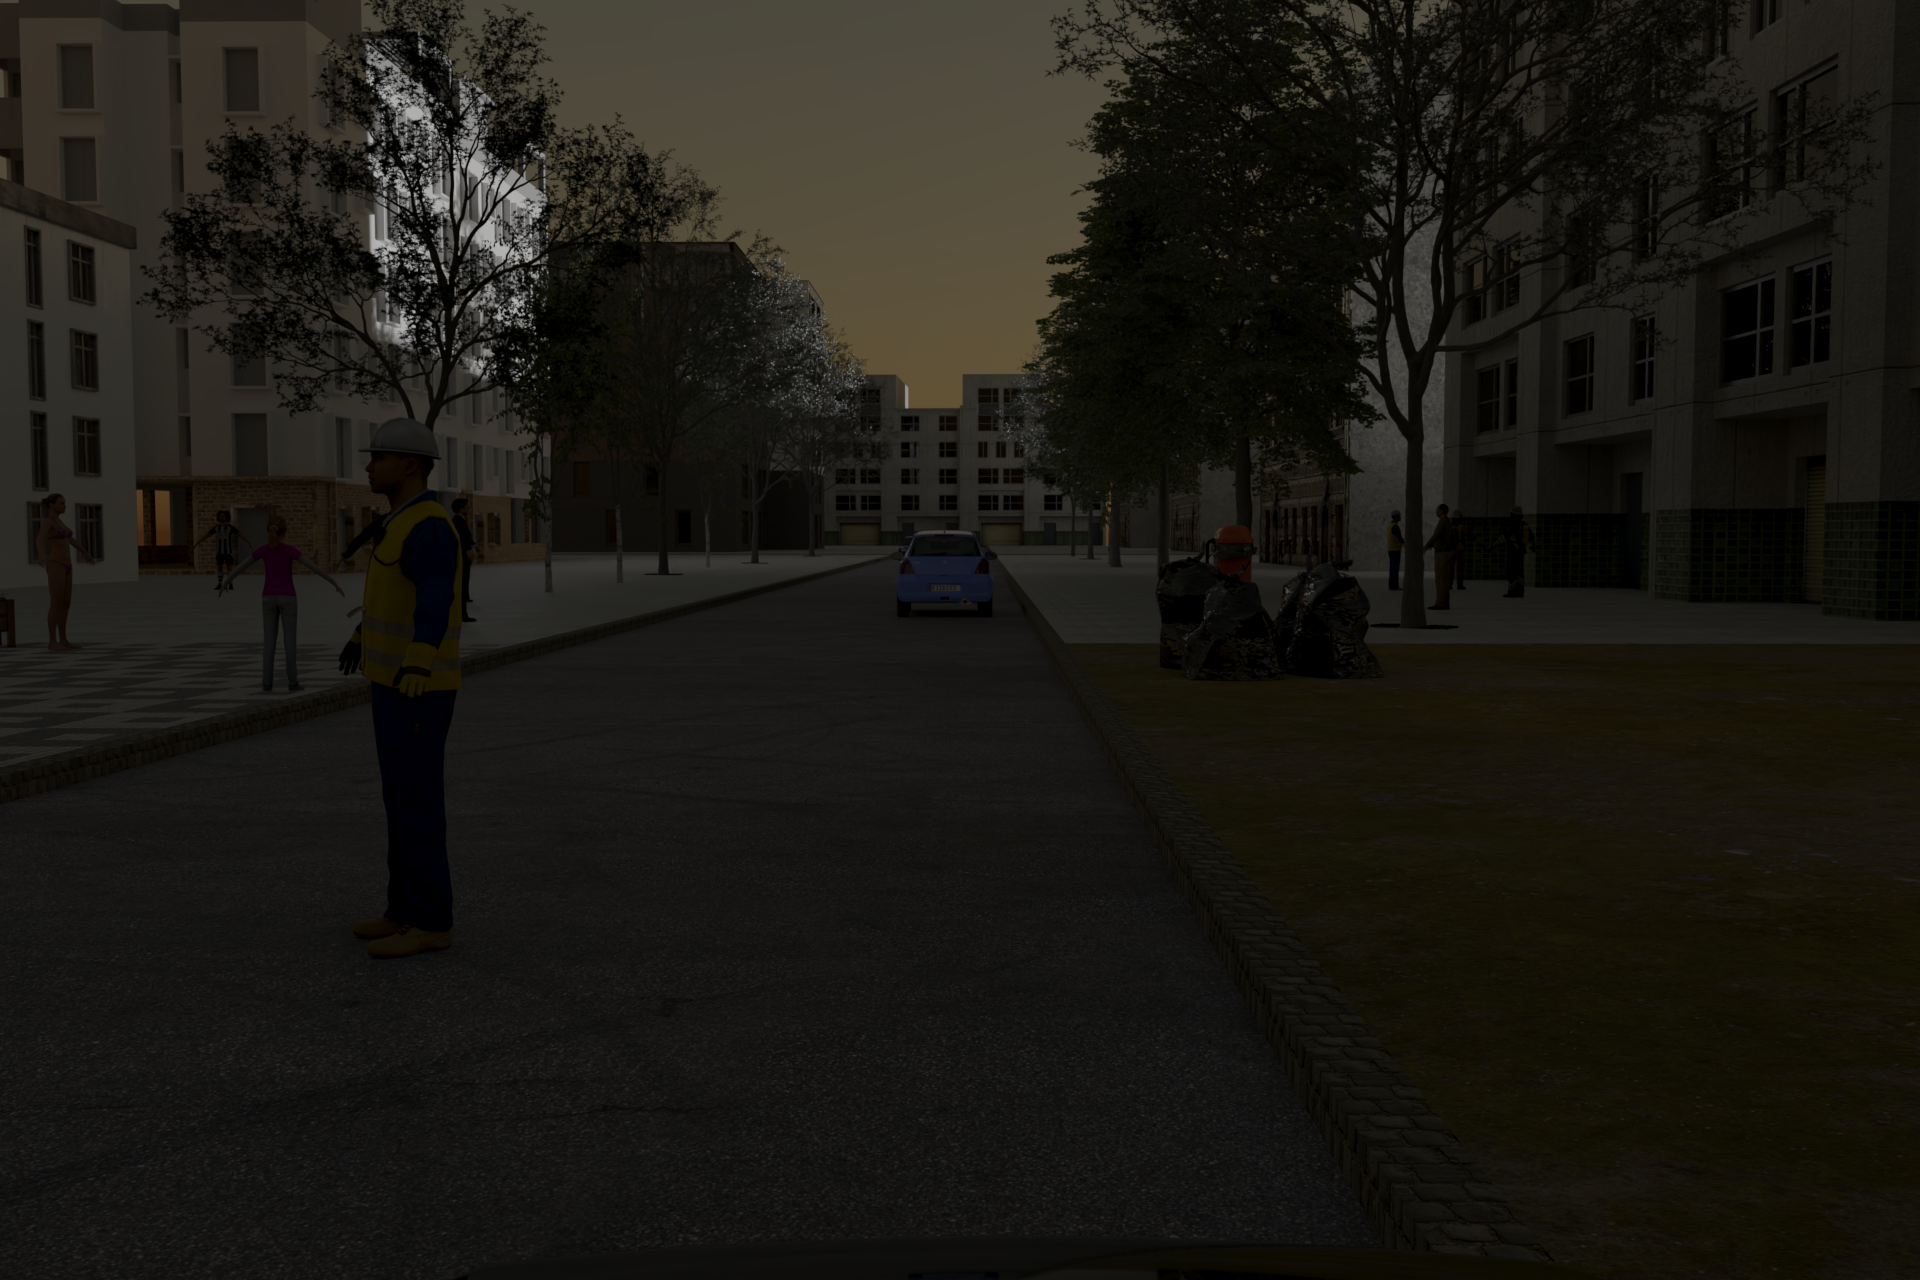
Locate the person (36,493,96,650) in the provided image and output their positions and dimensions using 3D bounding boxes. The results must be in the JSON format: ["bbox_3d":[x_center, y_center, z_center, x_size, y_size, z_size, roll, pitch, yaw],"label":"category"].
[{"bbox_3d":[-9.939,-0.762,19.254,0.721,1.733,1.217,0,4,-3],"label":"person"}]

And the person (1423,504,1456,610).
[{"bbox_3d":[8.153,-1.413,29.380,0.705,1.796,1.348,3,4,37],"label":"person"}]

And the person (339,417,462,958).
[{"bbox_3d":[-1.941,0.148,6.011,0.705,1.833,1.349,-2,4,-27],"label":"person"}]

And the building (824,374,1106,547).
[{"bbox_3d":[0.700,-20.149,198.355,31.486,18.905,16.747,0,4,3],"label":"building"}]

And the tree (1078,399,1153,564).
[{"bbox_3d":[6.591,-7.548,73.768,4.737,8.622,4.395,0,3,0],"label":"tree"}]

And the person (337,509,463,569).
[{"bbox_3d":[-6.271,-0.823,19.389,1.347,1.837,0.705,-1,4,-14],"label":"person"}]

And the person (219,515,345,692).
[{"bbox_3d":[-5.551,-0.299,14.162,0.991,1.433,0.599,0,4,-7],"label":"person"}]

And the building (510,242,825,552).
[{"bbox_3d":[-26.116,-17.960,137.614,27.936,21.610,32.646,0,4,0],"label":"building"}]

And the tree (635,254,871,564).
[{"bbox_3d":[-8.765,-10.060,74.848,12.009,13.543,11.850,0,3,0],"label":"tree"}]

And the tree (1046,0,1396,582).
[{"bbox_3d":[5.406,-7.139,34.851,7.486,12.596,7.792,0,3,0],"label":"tree"}]

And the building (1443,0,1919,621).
[{"bbox_3d":[21.982,-10.204,33.286,16.747,18.905,31.486,0,4,1],"label":"building"}]

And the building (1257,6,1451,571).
[{"bbox_3d":[22.558,-14.476,67.611,19.493,23.208,18.063,0,4,1],"label":"building"}]

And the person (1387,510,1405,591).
[{"bbox_3d":[9.934,-2.046,39.428,0.705,1.833,1.349,0,4,0],"label":"person"}]

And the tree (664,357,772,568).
[{"bbox_3d":[-9.742,-7.086,66.215,4.360,8.622,3.978,0,3,0],"label":"tree"}]

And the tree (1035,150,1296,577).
[{"bbox_3d":[6.109,-8.149,51.361,7.486,12.596,7.792,0,3,0],"label":"tree"}]

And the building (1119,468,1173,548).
[{"bbox_3d":[24.861,-20.608,167.863,19.493,23.208,18.063,0,4,0],"label":"building"}]

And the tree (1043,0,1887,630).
[{"bbox_3d":[6.090,-6.898,23.156,12.009,13.543,11.850,0,3,0],"label":"tree"}]

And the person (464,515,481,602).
[{"bbox_3d":[-9.310,-1.593,32.759,0.721,1.740,1.216,-2,4,-33],"label":"person"}]

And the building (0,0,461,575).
[{"bbox_3d":[-24.960,-12.208,56.025,16.016,20.090,11.380,0,4,0],"label":"building"}]

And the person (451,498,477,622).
[{"bbox_3d":[-7.268,-1.172,25.353,0.705,1.806,1.347,-1,4,-20],"label":"person"}]

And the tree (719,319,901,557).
[{"bbox_3d":[-8.444,-11.518,98.693,12.009,13.543,11.850,0,3,0],"label":"tree"}]

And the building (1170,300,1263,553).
[{"bbox_3d":[25.648,-18.052,126.072,19.493,23.208,18.063,0,4,1],"label":"building"}]

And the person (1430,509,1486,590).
[{"bbox_3d":[11.507,-2.103,40.145,1.354,1.858,0.705,3,4,37],"label":"person"}]

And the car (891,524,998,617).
[{"bbox_3d":[-0.281,-1.321,31.188,1.945,1.707,3.694,0,4,-1],"label":"car"}]

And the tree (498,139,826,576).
[{"bbox_3d":[-9.345,-8.782,53.957,12.009,13.543,11.850,0,3,0],"label":"tree"}]

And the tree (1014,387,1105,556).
[{"bbox_3d":[6.778,-10.103,99.591,7.601,10.594,8.767,-3,5,-43],"label":"tree"}]

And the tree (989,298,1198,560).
[{"bbox_3d":[6.541,-10.798,86.916,12.009,13.543,11.850,0,3,0],"label":"tree"}]

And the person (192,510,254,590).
[{"bbox_3d":[-16.920,-2.059,39.810,1.345,1.843,0.704,0,4,-7],"label":"person"}]

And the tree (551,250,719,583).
[{"bbox_3d":[-9.119,-5.808,45.325,4.360,8.622,3.978,0,3,0],"label":"tree"}]

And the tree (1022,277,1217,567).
[{"bbox_3d":[6.163,-9.060,66.254,7.486,12.596,7.792,0,3,0],"label":"tree"}]

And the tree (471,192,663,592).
[{"bbox_3d":[-8.943,-5.375,38.250,4.737,8.622,4.395,0,3,0],"label":"tree"}]

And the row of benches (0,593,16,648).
[{"bbox_3d":[-12.259,-0.187,18.521,4.104,0.672,1.422,-3,5,-43],"label":"row of benches"}]

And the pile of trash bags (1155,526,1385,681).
[{"bbox_3d":[2.838,-0.429,16.768,1.912,1.369,3.447,0,4,-1],"label":"pile of trash bags"}]

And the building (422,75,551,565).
[{"bbox_3d":[-25.378,-13.245,72.970,16.016,20.090,11.380,0,3,0],"label":"building"}]

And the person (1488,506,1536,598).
[{"bbox_3d":[11.213,-1.787,34.996,1.354,1.856,0.705,-2,4,-32],"label":"person"}]

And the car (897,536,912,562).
[{"bbox_3d":[-2.239,-4.657,88.727,1.945,1.354,3.894,0,4,1],"label":"car"}]

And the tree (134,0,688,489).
[{"bbox_3d":[-9.069,-5.768,28.715,8.767,10.594,7.601,-2,4,-27],"label":"tree"}]

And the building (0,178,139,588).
[{"bbox_3d":[-23.388,-5.594,33.614,9.099,9.664,28.070,0,4,0],"label":"building"}]
